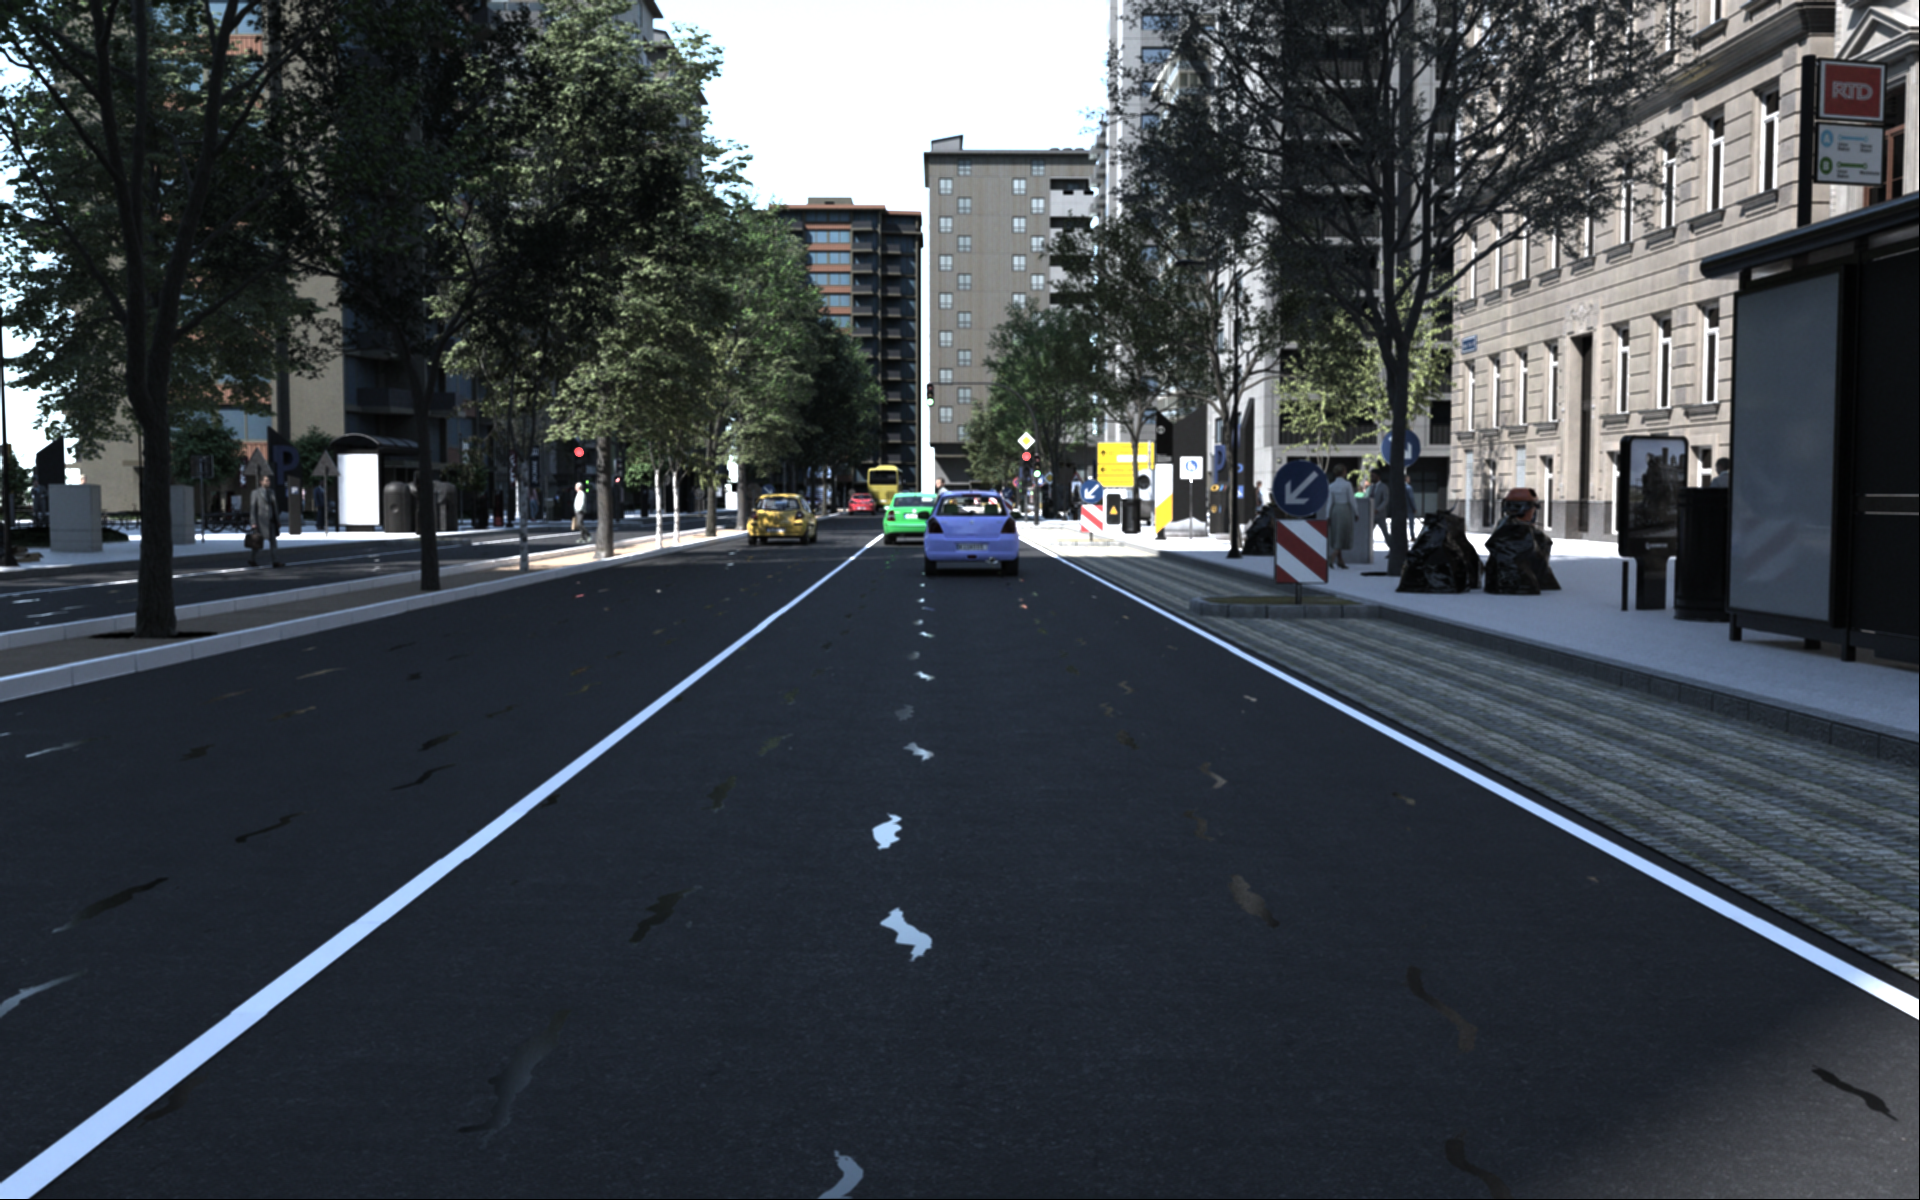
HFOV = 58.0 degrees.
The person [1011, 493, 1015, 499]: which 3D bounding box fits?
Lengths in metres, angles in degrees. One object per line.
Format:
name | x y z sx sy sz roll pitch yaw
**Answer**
person | 6.351 -12.630 212.684 0.705 1.807 1.348 3 5 41

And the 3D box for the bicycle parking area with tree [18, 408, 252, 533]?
bicycle parking area with tree | -27.879 -4.446 59.694 9.016 4.147 8.231 0 4 -1

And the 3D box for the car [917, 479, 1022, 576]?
car | 0.181 -1.357 31.778 1.945 1.707 3.694 0 4 -1

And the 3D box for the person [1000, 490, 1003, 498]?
person | 4.902 -12.257 207.116 0.551 1.740 0.621 1 4 17

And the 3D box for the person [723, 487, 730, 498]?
person | -19.851 -8.685 147.397 0.474 1.900 0.648 2 4 29

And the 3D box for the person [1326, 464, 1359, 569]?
person | 6.478 -1.426 29.589 0.641 1.798 0.478 -3 4 -36

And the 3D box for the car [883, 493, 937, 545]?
car | -1.271 -2.539 50.312 1.959 1.807 4.718 0 4 0

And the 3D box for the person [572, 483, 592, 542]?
person | -11.284 -2.609 51.635 0.515 1.767 0.782 -1 4 -22

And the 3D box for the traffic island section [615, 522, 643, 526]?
traffic island section | -15.515 -3.433 78.418 2.009 0.180 2.903 0 4 -1

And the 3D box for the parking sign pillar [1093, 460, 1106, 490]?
parking sign pillar | 7.826 -6.646 97.128 1.447 3.967 1.447 -1 4 -10

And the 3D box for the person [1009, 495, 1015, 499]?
person | 5.193 -10.800 182.633 1.348 1.823 0.705 3 5 41

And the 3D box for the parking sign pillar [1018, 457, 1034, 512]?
parking sign pillar | 4.866 -8.290 124.015 1.447 3.967 1.447 1 4 16

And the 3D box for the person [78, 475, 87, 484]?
person | -25.345 -2.696 50.006 0.514 1.842 0.818 3 5 40

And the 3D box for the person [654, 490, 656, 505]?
person | -32.556 -10.883 184.494 1.217 1.766 0.721 -1 4 -14

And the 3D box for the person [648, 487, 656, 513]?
person | -20.495 -6.639 114.858 0.678 1.792 0.850 -1 4 -22

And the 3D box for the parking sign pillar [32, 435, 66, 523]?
parking sign pillar | -40.976 -5.471 77.920 1.447 3.967 1.447 2 4 30

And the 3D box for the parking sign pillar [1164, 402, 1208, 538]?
parking sign pillar | 6.646 -3.843 51.301 1.447 3.967 1.447 1 4 11

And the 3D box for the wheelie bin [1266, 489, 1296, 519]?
wheelie bin | 7.669 -2.012 40.808 0.693 1.594 0.980 -3 4 -36

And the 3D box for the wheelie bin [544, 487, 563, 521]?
wheelie bin | -19.166 -4.510 81.648 0.980 1.594 0.693 2 4 28

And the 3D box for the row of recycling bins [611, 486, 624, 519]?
row of recycling bins | -18.880 -4.976 88.462 3.534 1.692 1.069 0 4 5

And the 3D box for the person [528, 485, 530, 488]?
person | -22.801 -5.215 91.899 0.593 1.750 0.643 -1 4 -9

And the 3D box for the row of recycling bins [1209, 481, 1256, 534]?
row of recycling bins | 8.498 -2.857 53.828 1.069 1.692 3.534 0 4 -2

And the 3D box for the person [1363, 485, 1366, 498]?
person | 19.298 -4.648 82.633 0.643 1.750 0.593 1 4 12

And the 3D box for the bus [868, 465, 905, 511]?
bus | -6.274 -9.516 147.140 2.896 3.916 12.252 0 3 0

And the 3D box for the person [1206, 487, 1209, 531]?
person | 8.060 -3.155 57.813 0.526 1.800 0.537 -2 4 -25

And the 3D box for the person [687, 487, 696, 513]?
person | -18.007 -6.715 116.250 0.534 1.772 0.576 2 4 24

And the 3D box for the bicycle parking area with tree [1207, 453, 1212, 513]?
bicycle parking area with tree | 18.243 -8.035 118.372 9.016 4.147 8.231 0 4 -4

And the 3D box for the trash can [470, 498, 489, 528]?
trash can | -17.896 -3.235 64.553 0.748 1.137 0.748 0 3 0

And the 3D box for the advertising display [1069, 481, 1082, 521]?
advertising display | 5.513 -4.737 82.661 0.123 1.923 0.974 2 4 35

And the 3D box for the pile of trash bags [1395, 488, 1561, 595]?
pile of trash bags | 7.251 -0.844 23.558 1.912 1.369 3.447 2 4 32

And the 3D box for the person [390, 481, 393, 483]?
person | -22.688 -3.840 69.046 0.478 1.798 0.641 -2 4 -26

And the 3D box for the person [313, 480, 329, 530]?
person | -22.844 -3.406 61.912 0.419 1.800 0.721 1 4 19

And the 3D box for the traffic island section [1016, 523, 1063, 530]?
traffic island section | 3.133 -2.960 70.678 2.009 0.180 2.903 0 4 -1

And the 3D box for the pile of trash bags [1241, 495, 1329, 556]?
pile of trash bags | 7.402 -1.681 37.239 1.912 1.369 3.447 2 4 30

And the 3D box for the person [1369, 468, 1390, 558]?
person | 8.343 -1.726 34.540 0.850 1.792 0.678 -1 4 -23

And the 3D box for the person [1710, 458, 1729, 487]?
person | 11.084 -1.167 25.238 0.709 1.813 0.853 -2 4 -24

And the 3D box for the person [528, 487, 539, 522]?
person | -19.698 -4.529 80.098 0.555 1.821 0.388 1 4 20

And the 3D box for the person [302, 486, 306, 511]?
person | -33.447 -4.970 87.897 0.593 1.750 0.643 0 4 2

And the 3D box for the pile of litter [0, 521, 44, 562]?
pile of litter | -18.063 -1.160 32.925 1.176 0.858 1.719 -1 4 -11

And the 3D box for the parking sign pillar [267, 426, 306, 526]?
parking sign pillar | -26.993 -4.943 69.298 1.447 3.967 1.447 2 4 31

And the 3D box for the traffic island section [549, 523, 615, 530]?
traffic island section | -15.407 -2.945 70.434 2.009 0.180 2.903 0 4 -1

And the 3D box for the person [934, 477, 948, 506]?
person | -0.417 -1.899 39.645 0.391 1.810 0.635 -2 4 -25

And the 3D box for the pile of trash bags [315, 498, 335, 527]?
pile of trash bags | -24.686 -3.658 69.560 1.912 1.369 3.447 -1 4 -8

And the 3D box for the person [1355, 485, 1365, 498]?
person | 16.848 -3.928 72.971 0.600 1.795 0.529 0 4 -1

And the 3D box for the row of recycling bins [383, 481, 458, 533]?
row of recycling bins | -18.034 -3.123 58.179 1.069 1.692 3.534 1 4 17

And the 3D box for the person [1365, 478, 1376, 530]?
person | 13.941 -3.247 59.112 0.794 1.824 0.713 -2 4 -30

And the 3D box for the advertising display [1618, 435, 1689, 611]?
advertising display | 7.681 -0.856 19.201 0.974 1.923 0.123 -2 4 -29

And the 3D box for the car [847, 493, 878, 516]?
car | -6.564 -6.566 116.395 2.155 1.783 4.494 0 4 -2

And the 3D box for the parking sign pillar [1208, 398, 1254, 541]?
parking sign pillar | 7.810 -3.639 47.964 1.447 3.967 1.447 1 4 20

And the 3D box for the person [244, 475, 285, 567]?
person | -13.580 -1.545 33.864 0.767 1.812 0.694 2 4 27

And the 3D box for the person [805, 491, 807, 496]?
person | -17.567 -11.573 198.274 0.434 1.755 0.990 0 4 3

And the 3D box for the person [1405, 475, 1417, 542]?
person | 12.033 -2.470 46.603 0.419 1.800 0.721 -3 4 -36

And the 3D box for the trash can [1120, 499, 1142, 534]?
trash can | 5.492 -2.689 55.622 0.748 1.137 0.748 0 3 0

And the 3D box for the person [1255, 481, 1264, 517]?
person | 11.913 -3.868 69.380 0.778 1.811 0.616 2 4 24

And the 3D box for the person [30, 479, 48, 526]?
person | -34.483 -3.612 64.909 0.655 1.846 0.447 -2 4 -25

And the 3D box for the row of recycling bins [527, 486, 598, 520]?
row of recycling bins | -19.807 -4.832 86.120 3.534 1.692 1.069 -1 4 -8
